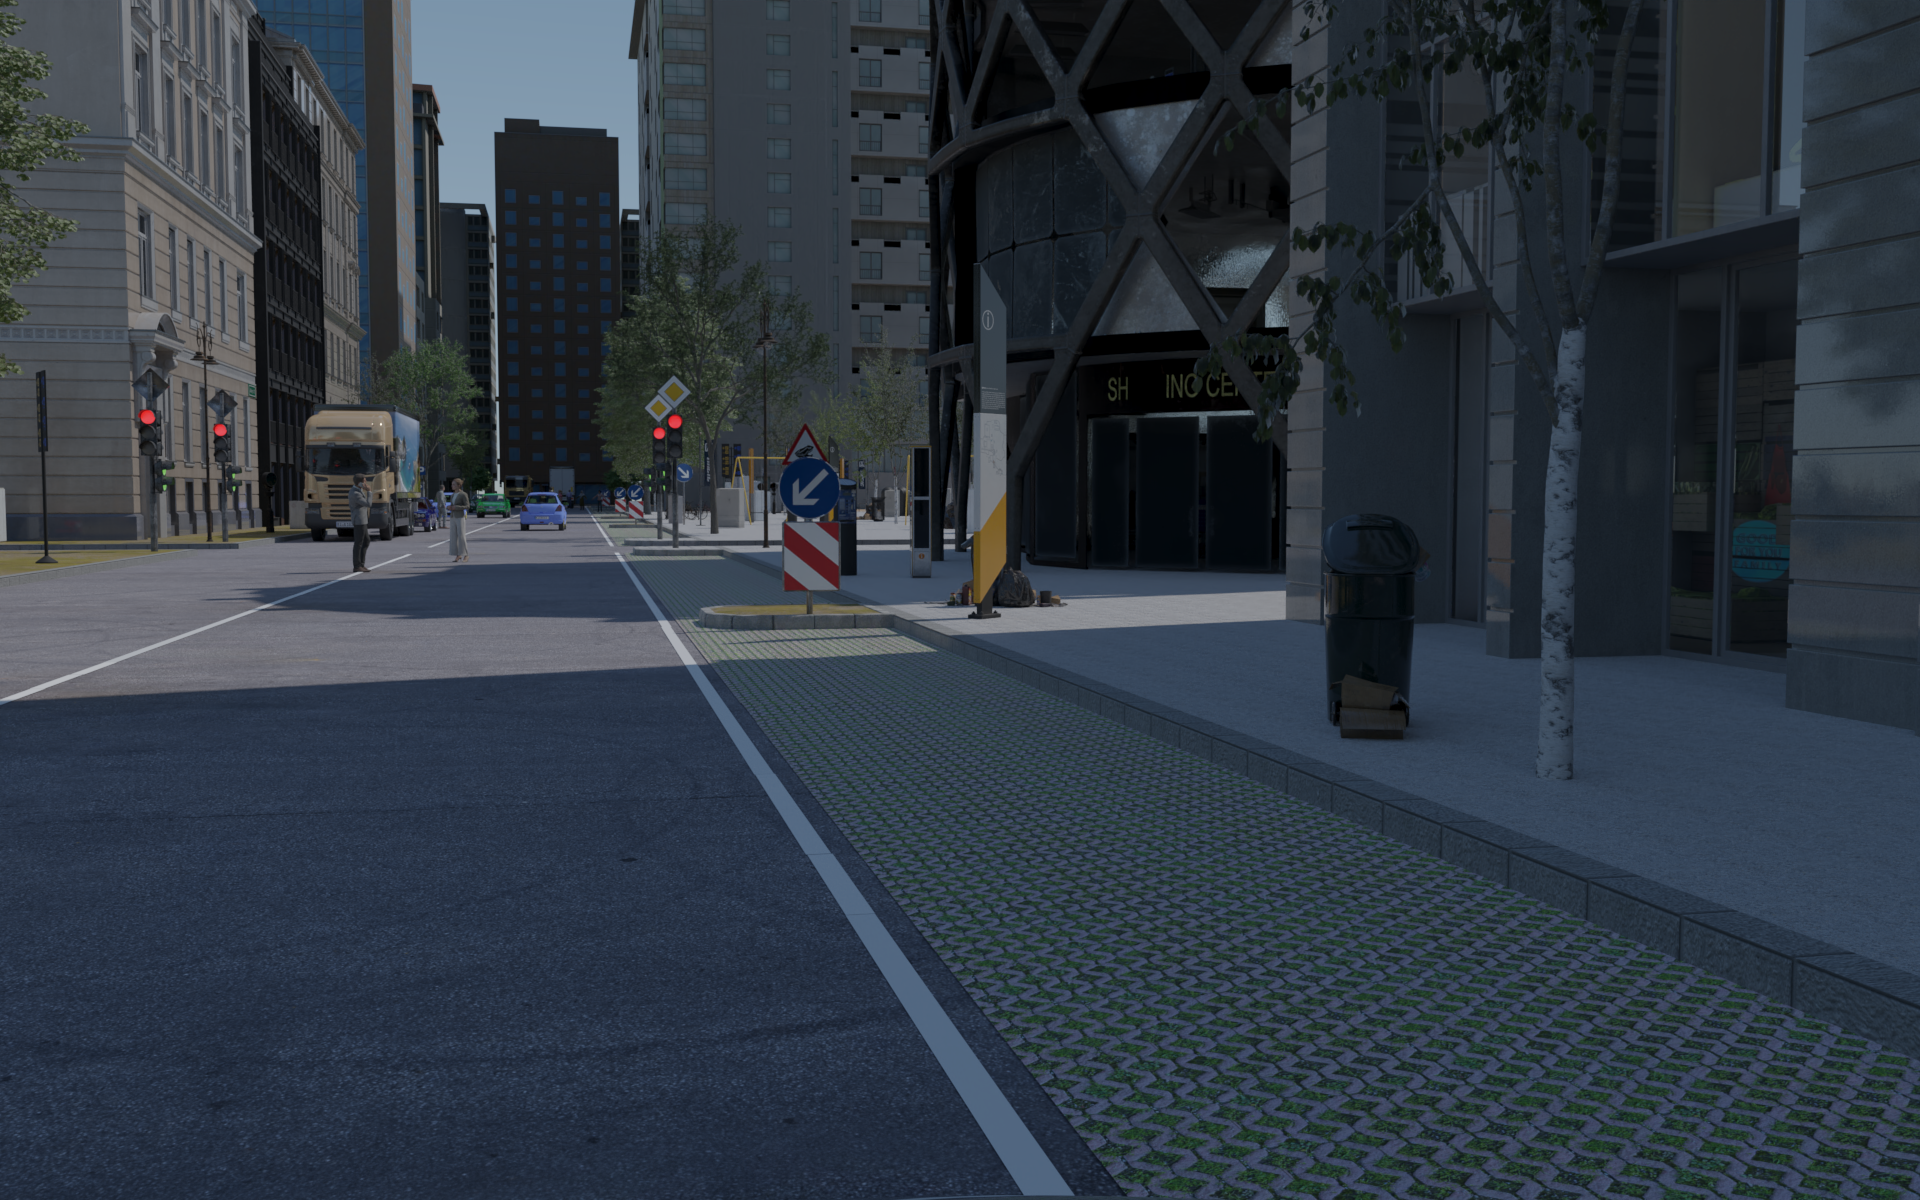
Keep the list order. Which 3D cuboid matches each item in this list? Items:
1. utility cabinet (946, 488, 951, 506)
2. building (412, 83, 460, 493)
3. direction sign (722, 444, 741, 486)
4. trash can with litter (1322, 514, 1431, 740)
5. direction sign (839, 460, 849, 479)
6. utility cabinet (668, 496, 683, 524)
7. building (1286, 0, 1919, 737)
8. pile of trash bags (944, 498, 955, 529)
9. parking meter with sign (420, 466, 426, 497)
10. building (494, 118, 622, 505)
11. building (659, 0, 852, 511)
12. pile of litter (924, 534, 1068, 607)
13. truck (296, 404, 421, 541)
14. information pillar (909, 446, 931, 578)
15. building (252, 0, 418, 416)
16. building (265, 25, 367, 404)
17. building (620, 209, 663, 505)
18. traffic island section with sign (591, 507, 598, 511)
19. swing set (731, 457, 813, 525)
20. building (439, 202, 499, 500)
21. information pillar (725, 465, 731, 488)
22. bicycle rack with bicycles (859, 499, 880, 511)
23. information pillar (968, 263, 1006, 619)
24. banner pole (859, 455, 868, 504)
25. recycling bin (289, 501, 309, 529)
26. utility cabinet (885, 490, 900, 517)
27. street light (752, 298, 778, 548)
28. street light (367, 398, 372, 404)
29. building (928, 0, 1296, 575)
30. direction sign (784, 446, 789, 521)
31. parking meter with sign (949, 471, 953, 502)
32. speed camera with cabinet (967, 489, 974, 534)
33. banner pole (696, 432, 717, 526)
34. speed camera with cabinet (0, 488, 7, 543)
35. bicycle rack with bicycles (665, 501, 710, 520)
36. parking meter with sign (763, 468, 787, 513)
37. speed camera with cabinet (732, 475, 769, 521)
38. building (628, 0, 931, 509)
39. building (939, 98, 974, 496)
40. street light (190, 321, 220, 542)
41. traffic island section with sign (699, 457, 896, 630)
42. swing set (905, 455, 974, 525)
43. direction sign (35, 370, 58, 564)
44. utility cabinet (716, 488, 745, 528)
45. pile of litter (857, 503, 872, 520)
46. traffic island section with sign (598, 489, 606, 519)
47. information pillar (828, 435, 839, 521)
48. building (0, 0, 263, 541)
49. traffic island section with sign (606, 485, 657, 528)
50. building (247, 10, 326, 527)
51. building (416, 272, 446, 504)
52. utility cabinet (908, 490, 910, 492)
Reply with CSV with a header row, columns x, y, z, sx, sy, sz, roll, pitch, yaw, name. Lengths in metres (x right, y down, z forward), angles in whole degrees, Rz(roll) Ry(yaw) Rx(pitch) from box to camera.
x,y,z,sx,sy,sz,roll,pitch,yaw,name
-0.947,-3.602,67.578,1.173,1.500,0.318,0,4,4,utility cabinet
-66.449,-31.988,177.632,28.867,44.769,22.147,-1,4,-12,building
-10.280,-5.258,77.973,0.876,3.537,0.379,0,4,-1,direction sign
2.298,0.120,9.433,0.624,1.170,1.055,1,4,8,trash can with litter
-7.843,-7.644,116.980,0.876,3.537,0.379,3,4,38,direction sign
-12.397,-3.935,75.501,0.306,1.237,1.020,-2,4,-31,utility cabinet
11.759,-13.831,3.625,11.434,29.767,29.804,-1,4,-12,building
0.756,-3.341,64.374,3.447,1.369,1.912,-1,4,-16,pile of trash bags
-33.610,-6.824,107.838,0.543,3.016,1.738,-1,4,-13,parking meter with sign
-48.663,-34.283,210.632,14.200,45.320,14.600,-1,4,-12,building
-16.286,-27.621,135.199,14.154,41.232,14.086,-1,4,-12,building
0.411,-0.376,20.109,1.719,0.858,1.176,3,5,43,pile of litter
-19.335,-4.121,56.293,2.839,4.237,11.283,-1,4,-12,truck
-0.604,-1.344,26.460,0.304,2.012,0.304,-1,4,-8,information pillar
-46.947,-28.994,124.158,14.600,45.320,14.200,-1,4,-12,building
-39.545,-18.062,92.572,12.463,27.353,25.104,-1,4,-12,building
-32.062,-32.555,224.154,23.993,40.220,32.217,-1,4,-12,building
-30.422,-8.543,148.306,1.989,1.847,2.006,-1,4,-12,traffic island section with sign
-8.242,-4.650,73.654,3.119,2.851,2.862,-2,4,-29,swing set
-70.218,-32.038,215.710,23.993,40.220,32.217,-1,4,-12,building
-16.315,-7.989,121.970,0.504,3.616,0.183,-2,4,-24,information pillar
-6.109,-6.839,125.195,2.852,0.926,2.925,-1,4,-20,bicycle rack with bicycles
0.302,-1.622,17.870,0.183,3.616,0.504,3,4,36,information pillar
-6.099,-7.370,110.510,0.863,3.779,0.401,1,4,18,banner pole
-24.164,-3.124,63.638,0.722,1.027,0.722,0,4,-3,recycling bin
-3.728,-5.276,94.948,0.318,1.500,1.173,-2,4,-31,utility cabinet
-4.624,-4.179,41.122,0.468,5.910,1.993,-1,4,-12,street light
-28.421,-6.774,83.551,0.468,5.910,1.993,-1,4,-12,street light
7.561,-10.147,33.360,16.820,18.784,16.811,-1,4,-12,building
-8.112,-5.472,81.458,0.379,3.537,0.876,0,4,5,direction sign
-0.178,-6.119,96.303,0.543,3.016,1.738,1,4,12,parking meter with sign
0.740,-3.823,56.836,0.660,3.252,2.038,1,4,14,speed camera with cabinet
-10.286,-4.900,70.136,0.863,3.779,0.401,0,4,-3,banner pole
-25.533,-3.108,45.145,0.660,3.252,2.038,-1,4,-13,speed camera with cabinet
-13.509,-4.474,86.526,2.925,0.926,2.852,1,4,21,bicycle rack with bicycles
-12.252,-7.289,115.431,1.738,3.016,0.543,-1,4,-13,parking meter with sign
-10.125,-5.420,82.958,0.660,3.252,2.038,-3,5,-39,speed camera with cabinet
-19.984,-36.381,184.068,28.713,52.752,27.495,-1,4,-12,building
-13.962,-34.743,157.291,28.713,52.752,27.495,-1,4,-12,building
-20.209,-4.507,46.473,0.468,5.910,1.993,-1,4,-12,street light
-1.858,-0.641,19.115,1.989,1.847,2.006,-1,4,-12,traffic island section with sign
-0.544,-4.425,69.971,3.119,2.851,2.862,0,4,-7,swing set
-16.934,-2.447,32.006,0.379,3.537,0.876,-3,4,-37,direction sign
-8.643,-3.452,65.113,1.173,1.500,0.318,3,4,36,utility cabinet
-4.679,-4.414,86.126,1.176,0.858,1.719,-1,4,-15,pile of litter
-19.675,-5.569,99.681,1.989,1.847,2.006,-1,4,-12,traffic island section with sign
-5.076,-4.772,69.370,0.183,3.616,0.504,3,5,44,information pillar
-30.908,-16.467,55.136,13.634,28.700,20.117,-1,4,-12,building
-13.861,-3.959,73.358,1.989,1.847,2.006,-1,4,-12,traffic island section with sign
-34.425,-14.876,72.898,12.332,23.373,15.834,-1,4,-12,building
-58.472,-18.317,144.519,27.650,21.520,28.899,-1,4,-12,building
-2.927,-5.887,104.936,0.318,1.500,1.173,2,4,28,utility cabinet
